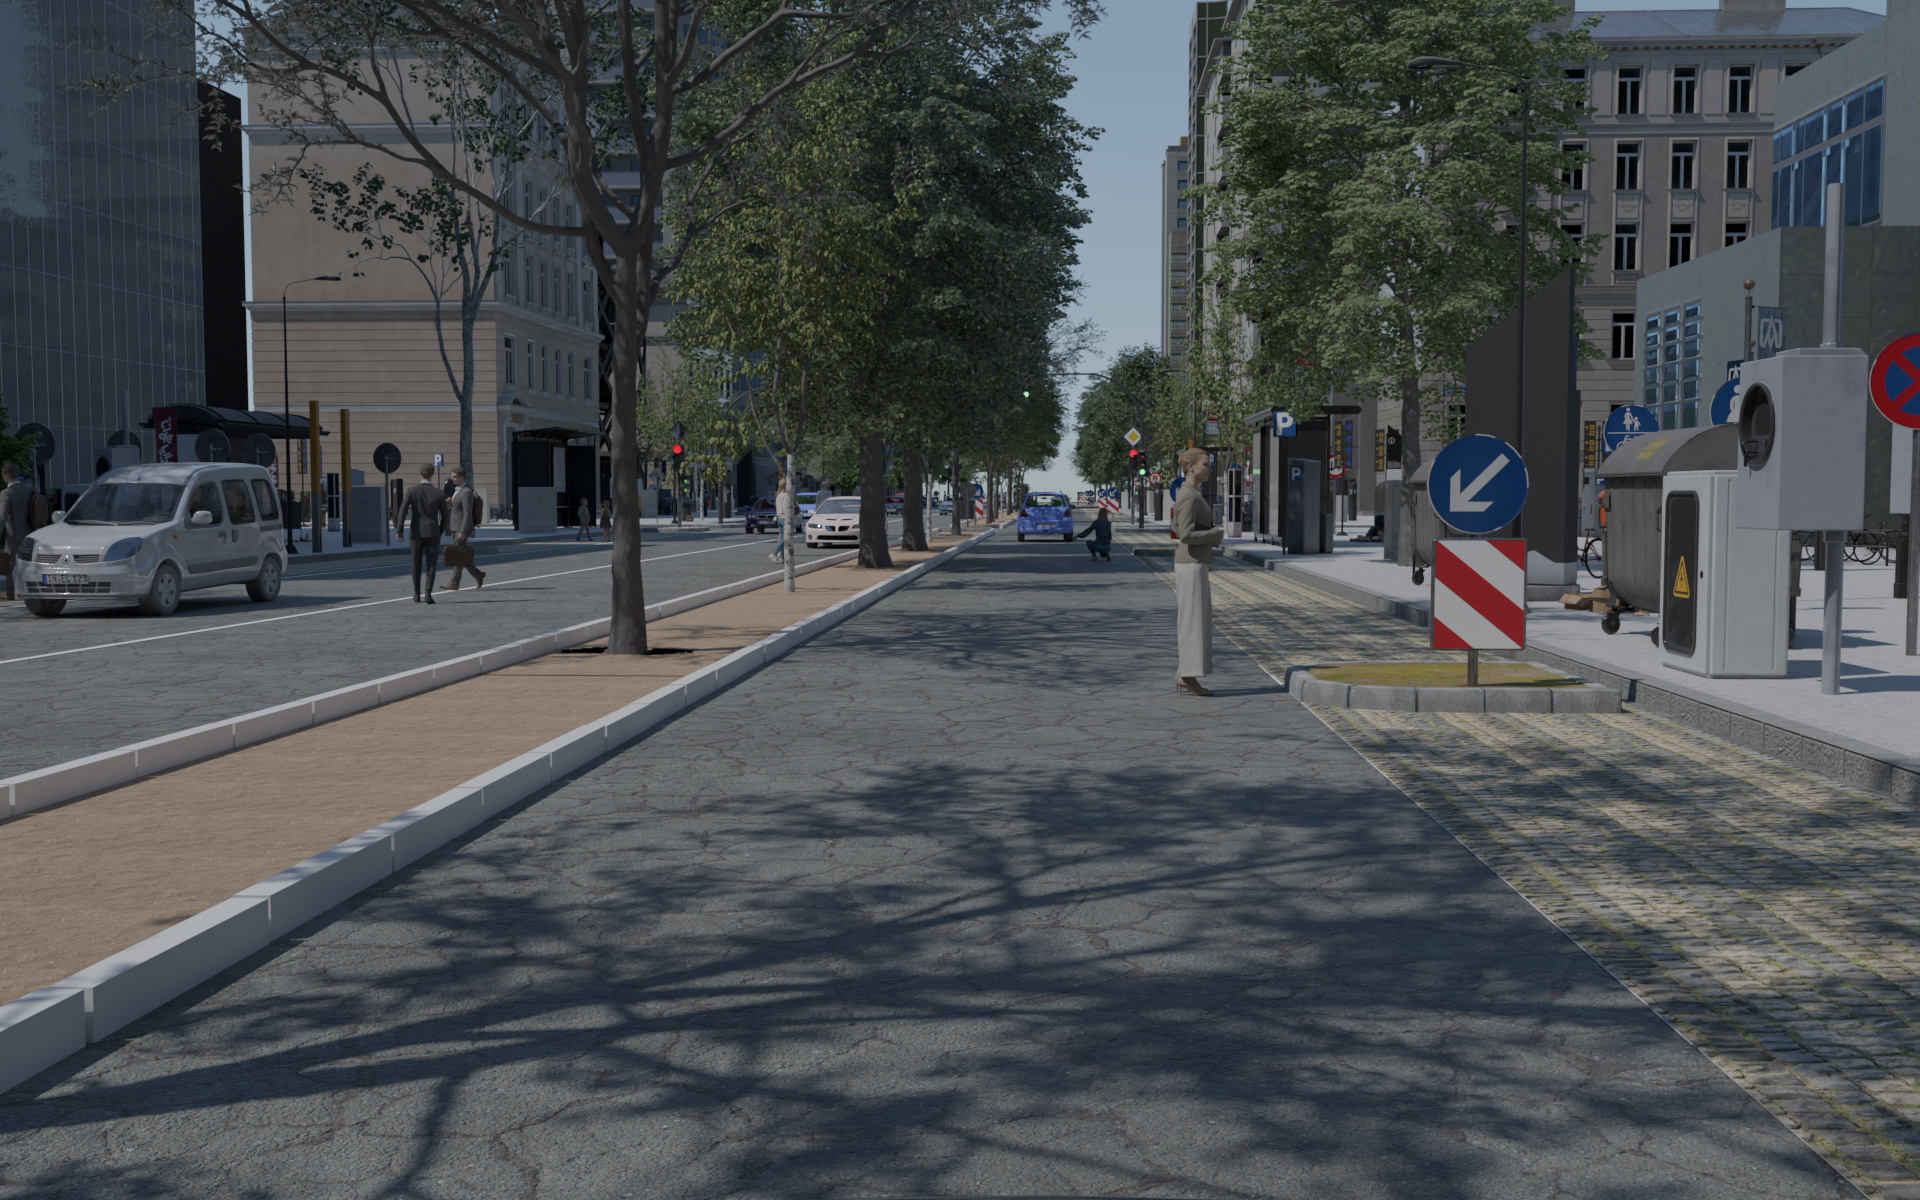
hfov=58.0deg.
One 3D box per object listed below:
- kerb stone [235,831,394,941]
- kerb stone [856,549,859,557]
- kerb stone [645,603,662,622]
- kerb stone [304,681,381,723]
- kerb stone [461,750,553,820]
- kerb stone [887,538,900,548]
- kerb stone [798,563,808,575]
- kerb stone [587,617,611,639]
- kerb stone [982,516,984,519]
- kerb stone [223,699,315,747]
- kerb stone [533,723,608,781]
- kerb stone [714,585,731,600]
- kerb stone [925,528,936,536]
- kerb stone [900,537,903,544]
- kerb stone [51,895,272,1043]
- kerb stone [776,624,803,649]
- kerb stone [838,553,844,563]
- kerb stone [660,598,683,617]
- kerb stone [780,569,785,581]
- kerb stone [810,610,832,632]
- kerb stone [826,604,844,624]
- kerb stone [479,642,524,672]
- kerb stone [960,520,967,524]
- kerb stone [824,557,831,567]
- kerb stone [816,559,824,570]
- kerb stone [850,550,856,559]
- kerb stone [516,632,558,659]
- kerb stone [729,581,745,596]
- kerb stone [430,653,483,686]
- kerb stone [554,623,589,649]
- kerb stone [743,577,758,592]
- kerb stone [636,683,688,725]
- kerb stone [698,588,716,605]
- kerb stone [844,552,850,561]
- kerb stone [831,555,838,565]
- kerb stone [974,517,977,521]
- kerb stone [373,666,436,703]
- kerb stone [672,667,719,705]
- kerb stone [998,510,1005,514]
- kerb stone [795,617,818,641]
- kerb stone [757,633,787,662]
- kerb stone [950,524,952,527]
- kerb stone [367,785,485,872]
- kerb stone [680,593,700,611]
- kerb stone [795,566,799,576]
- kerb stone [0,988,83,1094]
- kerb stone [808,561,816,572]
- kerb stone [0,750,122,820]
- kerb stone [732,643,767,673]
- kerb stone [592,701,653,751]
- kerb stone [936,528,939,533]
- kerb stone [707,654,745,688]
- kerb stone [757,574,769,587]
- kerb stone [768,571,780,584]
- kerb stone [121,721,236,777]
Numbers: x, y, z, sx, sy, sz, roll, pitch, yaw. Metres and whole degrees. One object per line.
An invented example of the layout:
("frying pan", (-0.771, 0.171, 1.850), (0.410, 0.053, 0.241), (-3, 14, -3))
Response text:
("kerb stone", (-2.234, 0.988, 6.040), (0.120, 0.150, 1.000), (0, 4, 3))
("kerb stone", (-2.386, -1.021, 38.883), (0.120, 0.150, 1.000), (0, 4, 3))
("kerb stone", (-3.551, 0.169, 19.426), (0.120, 0.150, 1.000), (0, 4, 3))
("kerb stone", (-4.032, 0.670, 11.241), (0.120, 0.150, 1.000), (0, 4, 3))
("kerb stone", (-2.118, 0.863, 8.086), (0.120, 0.150, 1.000), (0, 4, 3))
("kerb stone", (-1.845, -1.584, 48.087), (0.120, 0.150, 1.000), (0, 4, 3))
("kerb stone", (-2.867, -0.519, 30.689), (0.120, 0.150, 1.000), (0, 4, 3))
("kerb stone", (-3.663, 0.295, 17.377), (0.120, 0.150, 1.000), (0, 4, 3))
("kerb stone", (1.132, -4.624, 97.797), (0.120, 0.150, 1.000), (0, 4, 3))
("kerb stone", (-4.096, 0.735, 10.218), (0.120, 0.150, 1.000), (0, 4, 3))
("kerb stone", (-2.058, 0.800, 9.110), (0.120, 0.150, 1.000), (0, 4, 3))
("kerb stone", (-3.299, -0.081, 23.515), (0.120, 0.150, 1.000), (0, 4, 3))
("kerb stone", (-1.042, -2.394, 61.414), (0.120, 0.150, 1.000), (0, 4, 3))
("kerb stone", (-1.778, -1.646, 49.107), (0.120, 0.150, 1.000), (0, 4, 3))
("kerb stone", (-2.289, 1.054, 5.016), (0.120, 0.150, 1.000), (0, 4, 3))
("kerb stone", (-1.633, 0.363, 16.257), (0.120, 0.150, 1.000), (0, 4, 3))
("kerb stone", (-2.568, -0.833, 35.814), (0.120, 0.150, 1.000), (0, 4, 3))
("kerb stone", (-3.475, 0.107, 20.446), (0.120, 0.150, 1.000), (0, 4, 3))
("kerb stone", (-2.993, -0.394, 28.636), (0.120, 0.150, 1.000), (0, 4, 3))
("kerb stone", (-1.505, 0.238, 18.300), (0.120, 0.150, 1.000), (0, 4, 3))
("kerb stone", (-1.444, 0.183, 19.320), (0.120, 0.150, 1.000), (0, 4, 3))
("kerb stone", (-3.842, 0.489, 14.306), (0.120, 0.150, 1.000), (0, 4, 3))
("kerb stone", (0.209, -3.678, 82.461), (0.120, 0.150, 1.000), (0, 4, 3))
("kerb stone", (-2.687, -0.707, 33.761), (0.120, 0.150, 1.000), (0, 4, 3))
("kerb stone", (-2.745, -0.641, 32.730), (0.120, 0.150, 1.000), (0, 4, 3))
("kerb stone", (-2.454, -0.954, 37.855), (0.120, 0.150, 1.000), (0, 4, 3))
("kerb stone", (-3.785, 0.420, 15.326), (0.120, 0.150, 1.000), (0, 4, 3))
("kerb stone", (-3.235, -0.140, 24.539), (0.120, 0.150, 1.000), (0, 4, 3))
("kerb stone", (-3.908, 0.551, 13.284), (0.120, 0.150, 1.000), (0, 4, 3))
("kerb stone", (-3.719, 0.358, 16.346), (0.120, 0.150, 1.000), (0, 4, 3))
("kerb stone", (-3.170, -0.204, 25.560), (0.120, 0.150, 1.000), (0, 4, 3))
("kerb stone", (-1.938, 0.680, 11.152), (0.120, 0.150, 1.000), (0, 4, 3))
("kerb stone", (-3.361, -0.018, 22.495), (0.120, 0.150, 1.000), (0, 4, 3))
("kerb stone", (-2.504, -0.895, 36.834), (0.120, 0.150, 1.000), (0, 4, 3))
("kerb stone", (-2.631, -0.770, 34.791), (0.120, 0.150, 1.000), (0, 4, 3))
("kerb stone", (0.694, -4.186, 90.636), (0.120, 0.150, 1.000), (0, 4, 3))
("kerb stone", (-3.968, 0.610, 12.261), (0.120, 0.150, 1.000), (0, 4, 3))
("kerb stone", (-1.874, 0.613, 12.172), (0.120, 0.150, 1.000), (0, 4, 3))
("kerb stone", (3.196, -6.750, 132.563), (0.120, 0.150, 1.000), (0, 4, 3))
("kerb stone", (-1.570, 0.302, 17.279), (0.120, 0.150, 1.000), (0, 4, 3))
("kerb stone", (-1.681, 0.428, 15.236), (0.120, 0.150, 1.000), (0, 4, 3))
("kerb stone", (-0.219, -3.247, 75.301), (0.120, 0.150, 1.000), (0, 4, 3))
("kerb stone", (-2.172, 0.926, 7.060), (0.120, 0.150, 1.000), (0, 4, 3))
("kerb stone", (-3.417, 0.044, 21.470), (0.120, 0.150, 1.000), (0, 4, 3))
("kerb stone", (-2.932, -0.455, 29.669), (0.120, 0.150, 1.000), (0, 4, 3))
("kerb stone", (-2.358, 1.113, 3.996), (0.120, 0.150, 1.000), (0, 4, 3))
("kerb stone", (-2.813, -0.582, 31.710), (0.120, 0.150, 1.000), (0, 4, 3))
("kerb stone", (-4.214, 0.858, 8.170), (0.120, 0.150, 1.000), (0, 4, 3))
("kerb stone", (-1.755, 0.488, 14.216), (0.120, 0.150, 1.000), (0, 4, 3))
("kerb stone", (-1.991, 0.743, 10.130), (0.120, 0.150, 1.000), (0, 4, 3))
("kerb stone", (-0.858, -2.587, 64.492), (0.120, 0.150, 1.000), (0, 4, 3))
("kerb stone", (-1.808, 0.552, 13.195), (0.120, 0.150, 1.000), (0, 4, 3))
("kerb stone", (-3.117, -0.269, 26.588), (0.120, 0.150, 1.000), (0, 4, 3))
("kerb stone", (-3.057, -0.331, 27.615), (0.120, 0.150, 1.000), (0, 4, 3))
("kerb stone", (-4.159, 0.795, 9.198), (0.120, 0.150, 1.000), (0, 4, 3))
